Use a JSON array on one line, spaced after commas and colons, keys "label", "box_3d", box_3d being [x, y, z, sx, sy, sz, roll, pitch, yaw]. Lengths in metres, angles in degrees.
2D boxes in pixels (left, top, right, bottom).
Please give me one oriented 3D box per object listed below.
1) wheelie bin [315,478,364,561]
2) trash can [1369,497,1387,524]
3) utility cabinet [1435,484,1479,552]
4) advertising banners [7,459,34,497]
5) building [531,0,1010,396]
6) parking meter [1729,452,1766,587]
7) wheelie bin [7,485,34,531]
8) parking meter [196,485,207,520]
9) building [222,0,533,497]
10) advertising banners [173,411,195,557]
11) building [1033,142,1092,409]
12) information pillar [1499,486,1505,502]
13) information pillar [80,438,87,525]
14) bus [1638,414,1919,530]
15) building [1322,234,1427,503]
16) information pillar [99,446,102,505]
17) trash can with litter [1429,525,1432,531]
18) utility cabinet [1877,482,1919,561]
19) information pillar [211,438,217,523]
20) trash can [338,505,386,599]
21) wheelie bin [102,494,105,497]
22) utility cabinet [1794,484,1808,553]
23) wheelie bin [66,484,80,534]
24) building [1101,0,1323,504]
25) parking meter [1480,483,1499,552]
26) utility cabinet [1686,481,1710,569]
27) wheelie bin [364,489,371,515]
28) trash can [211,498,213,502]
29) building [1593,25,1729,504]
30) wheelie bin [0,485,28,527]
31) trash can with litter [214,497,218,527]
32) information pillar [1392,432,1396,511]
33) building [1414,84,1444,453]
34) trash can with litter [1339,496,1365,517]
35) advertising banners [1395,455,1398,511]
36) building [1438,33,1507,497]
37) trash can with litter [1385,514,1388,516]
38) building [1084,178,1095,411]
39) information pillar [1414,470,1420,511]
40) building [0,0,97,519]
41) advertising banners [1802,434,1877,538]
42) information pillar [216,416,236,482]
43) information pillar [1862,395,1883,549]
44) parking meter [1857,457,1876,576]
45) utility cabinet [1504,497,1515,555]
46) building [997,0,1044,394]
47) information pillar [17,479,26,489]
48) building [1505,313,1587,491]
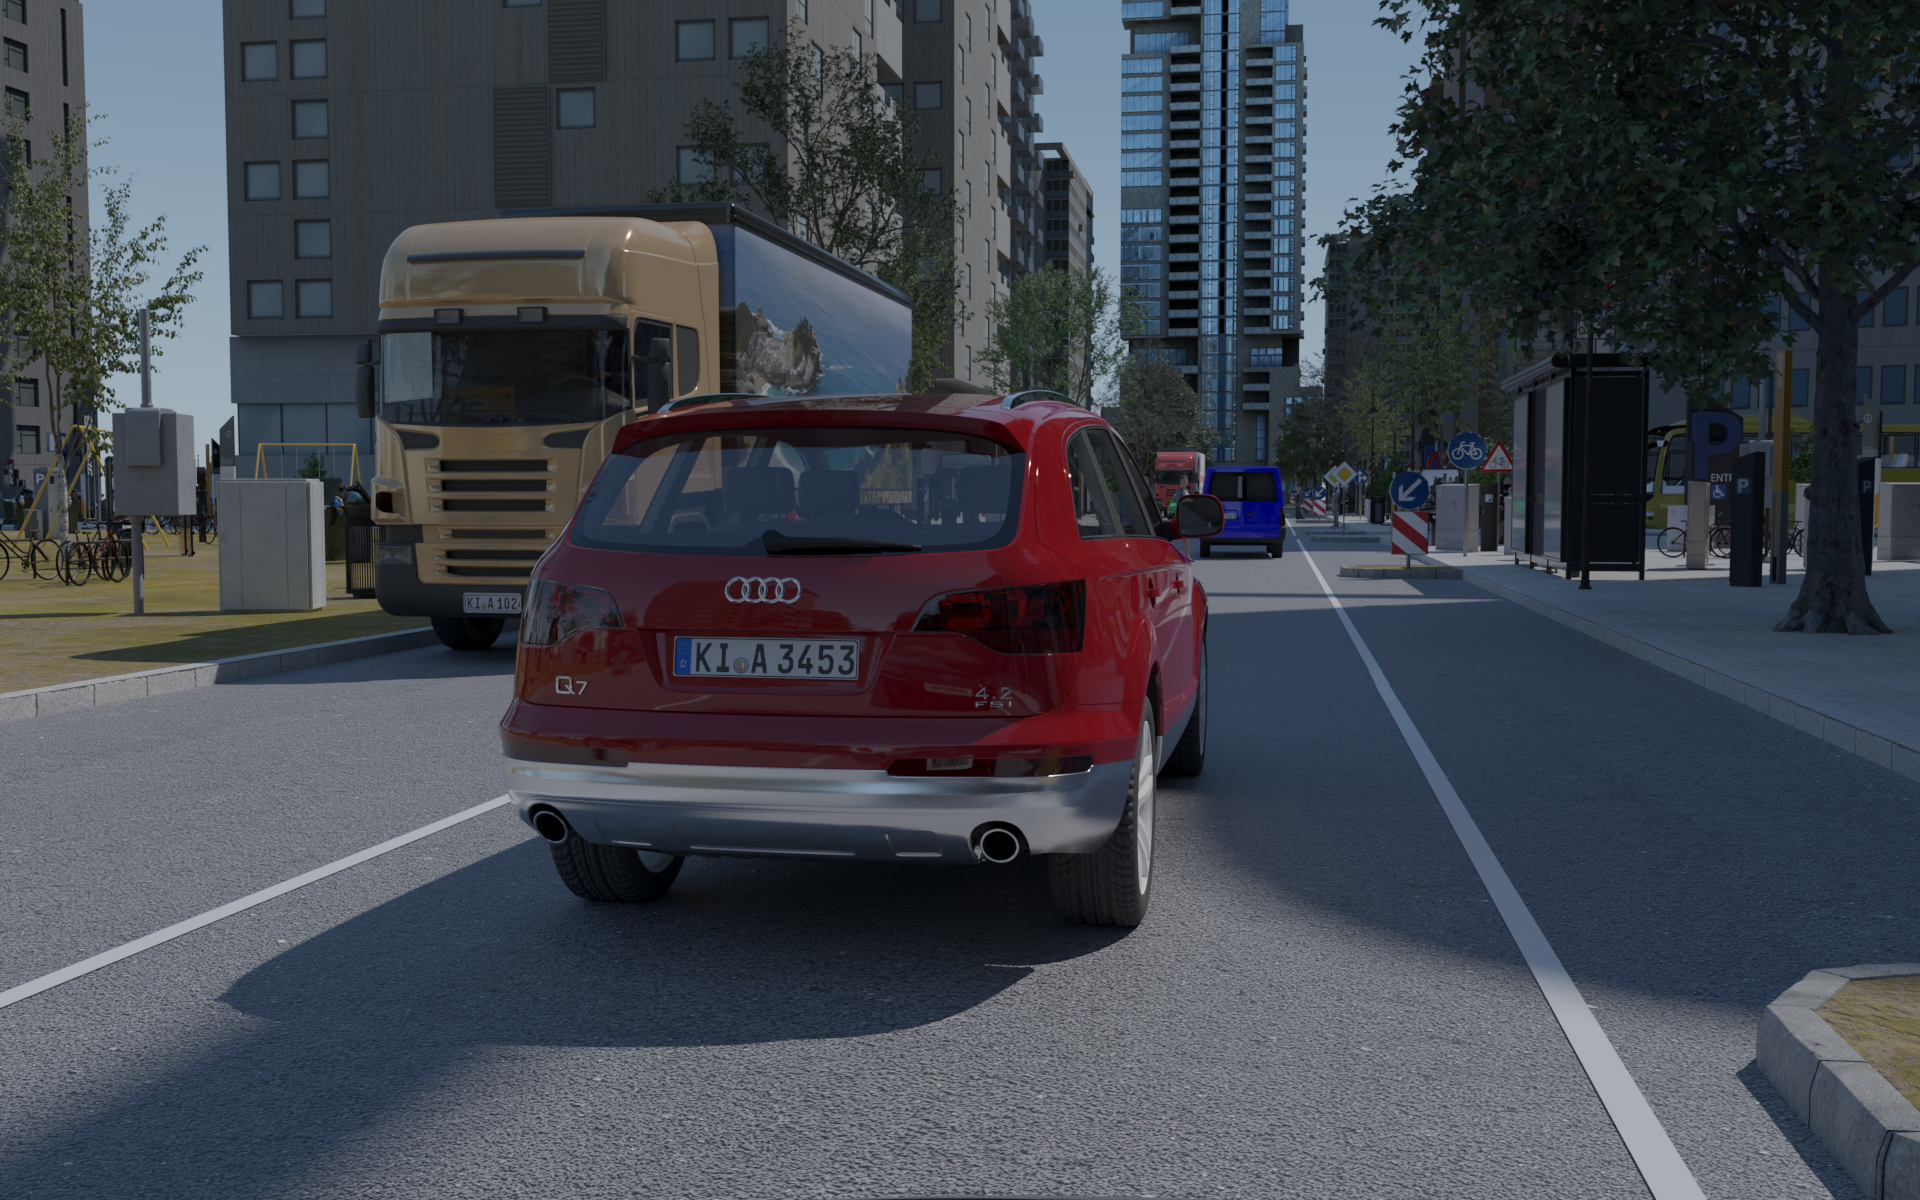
[{"label": "wheelie bin", "box_3d": [-12.206, -1.561, 33.430, 0.980, 1.594, 0.693, 1, 4, 20]}, {"label": "trash can", "box_3d": [17.736, -3.784, 73.524, 0.748, 1.137, 0.748, 0, 3, 0]}, {"label": "utility cabinet", "box_3d": [11.012, -1.818, 38.402, 0.318, 1.500, 1.173, -1, 4, -19]}, {"label": "advertising banners", "box_3d": [-46.881, -5.524, 86.512, 2.074, 3.025, 0.090, 2, 4, 27]}, {"label": "building", "box_3d": [-11.245, -32.724, 124.275, 28.713, 52.752, 27.495, 1, 4, 10]}, {"label": "parking meter", "box_3d": [10.905, -1.119, 24.015, 0.255, 1.863, 0.399, -2, 4, -33]}, {"label": "wheelie bin", "box_3d": [-32.875, -3.237, 60.837, 0.693, 1.594, 0.980, -3, 4, -38]}, {"label": "parking meter", "box_3d": [-35.554, -4.623, 81.294, 0.255, 1.863, 0.399, 0, 4, 0]}, {"label": "building", "box_3d": [-18.359, -30.600, 89.556, 28.713, 52.752, 27.495, 1, 4, 10]}, {"label": "advertising banners", "box_3d": [-16.229, -2.444, 36.152, 0.090, 3.025, 2.074, -2, 4, -33]}, {"label": "building", "box_3d": [1.462, -30.335, 187.866, 23.993, 40.220, 32.217, 1, 4, 10]}, {"label": "information pillar", "box_3d": [28.297, -5.264, 90.553, 0.304, 2.012, 0.304, 0, 4, 5]}, {"label": "information pillar", "box_3d": [-36.215, -4.904, 71.528, 0.183, 3.616, 0.504, -3, 4, -38]}, {"label": "bus", "box_3d": [27.192, -3.807, 53.785, 12.252, 3.916, 2.896, 1, 4, 9]}, {"label": "building", "box_3d": [62.565, -33.525, 240.008, 23.993, 40.220, 32.217, 1, 4, 10]}, {"label": "information pillar", "box_3d": [-42.424, -5.751, 85.377, 0.183, 3.616, 0.504, -3, 4, -38]}, {"label": "trash can with litter", "box_3d": [16.461, -3.013, 60.318, 1.678, 1.210, 2.233, 2, 4, 32]}, {"label": "utility cabinet", "box_3d": [18.106, -1.495, 33.114, 1.173, 1.500, 0.318, -1, 4, -23]}, {"label": "information pillar", "box_3d": [-31.028, -4.954, 72.360, 0.183, 3.616, 0.504, 2, 4, 31]}, {"label": "trash can", "box_3d": [-7.274, -0.596, 21.393, 0.748, 1.137, 0.748, 0, 3, 0]}, {"label": "wheelie bin", "box_3d": [-54.003, -6.139, 108.284, 0.980, 1.594, 0.693, -1, 4, -21]}, {"label": "utility cabinet", "box_3d": [18.589, -1.752, 37.320, 1.173, 1.500, 0.318, -1, 4, -17]}, {"label": "wheelie bin", "box_3d": [-28.815, -2.927, 55.766, 0.980, 1.594, 0.693, 2, 4, 27]}, {"label": "building", "box_3d": [34.332, -56.642, 238.764, 31.000, 86.520, 22.319, 1, 4, 10]}, {"label": "parking meter", "box_3d": [11.831, -1.853, 38.701, 0.372, 1.533, 0.369, 0, 3, 0]}, {"label": "utility cabinet", "box_3d": [12.703, -1.290, 29.772, 0.318, 1.500, 1.173, 2, 4, 26]}, {"label": "wheelie bin", "box_3d": [-13.574, -1.905, 39.051, 0.693, 1.594, 0.980, -1, 4, -18]}, {"label": "trash can", "box_3d": [-46.654, -5.877, 107.747, 0.748, 1.137, 0.748, 0, 3, 0]}, {"label": "building", "box_3d": [43.500, -32.514, 73.598, 28.212, 58.520, 21.231, 1, 4, 10]}, {"label": "wheelie bin", "box_3d": [-39.711, -3.948, 72.454, 0.980, 1.594, 0.693, -2, 4, -25]}, {"label": "trash can with litter", "box_3d": [-28.991, -3.476, 68.226, 0.624, 1.170, 1.055, -2, 4, -34]}, {"label": "information pillar", "box_3d": [16.445, -4.542, 65.619, 0.183, 3.616, 0.504, 1, 4, 15]}, {"label": "building", "box_3d": [58.968, -32.104, 179.529, 22.147, 44.769, 28.867, 1, 4, 10]}, {"label": "trash can with litter", "box_3d": [22.712, -5.375, 98.945, 2.233, 1.210, 1.678, 0, 4, -3]}, {"label": "advertising banners", "box_3d": [19.289, -4.913, 76.510, 0.090, 3.025, 2.074, 1, 4, 17]}, {"label": "building", "box_3d": [51.801, -31.090, 158.435, 14.600, 45.320, 14.200, 1, 4, 10]}, {"label": "trash can with litter", "box_3d": [24.615, -5.485, 100.731, 2.233, 1.210, 1.678, 0, 4, 0]}, {"label": "building", "box_3d": [10.842, -36.077, 239.966, 14.200, 45.320, 14.600, 1, 4, 10]}, {"label": "information pillar", "box_3d": [14.127, -2.982, 53.243, 0.304, 2.012, 0.304, -2, 4, -27]}, {"label": "building", "box_3d": [-56.665, -19.559, 91.483, 14.107, 30.474, 14.160, 1, 4, 10]}, {"label": "advertising banners", "box_3d": [25.118, -3.261, 49.513, 2.074, 3.025, 0.090, 3, 5, 43]}, {"label": "information pillar", "box_3d": [-21.888, -3.698, 51.823, 0.504, 3.616, 0.183, 1, 4, 14]}, {"label": "information pillar", "box_3d": [21.384, -3.017, 40.679, 0.183, 3.616, 0.504, -1, 4, -21]}, {"label": "parking meter", "box_3d": [14.122, -1.315, 27.218, 0.399, 1.863, 0.255, -1, 4, -20]}, {"label": "utility cabinet", "box_3d": [11.944, -1.554, 36.570, 1.020, 1.237, 0.306, -2, 4, -33]}, {"label": "building", "box_3d": [-4.590, -32.795, 155.802, 23.786, 49.044, 30.456, 1, 4, 10]}, {"label": "information pillar", "box_3d": [-45.444, -4.857, 83.903, 0.304, 2.012, 0.304, -1, 4, -13]}, {"label": "building", "box_3d": [45.914, -26.848, 122.557, 14.154, 41.232, 14.086, 1, 4, 10]}]
